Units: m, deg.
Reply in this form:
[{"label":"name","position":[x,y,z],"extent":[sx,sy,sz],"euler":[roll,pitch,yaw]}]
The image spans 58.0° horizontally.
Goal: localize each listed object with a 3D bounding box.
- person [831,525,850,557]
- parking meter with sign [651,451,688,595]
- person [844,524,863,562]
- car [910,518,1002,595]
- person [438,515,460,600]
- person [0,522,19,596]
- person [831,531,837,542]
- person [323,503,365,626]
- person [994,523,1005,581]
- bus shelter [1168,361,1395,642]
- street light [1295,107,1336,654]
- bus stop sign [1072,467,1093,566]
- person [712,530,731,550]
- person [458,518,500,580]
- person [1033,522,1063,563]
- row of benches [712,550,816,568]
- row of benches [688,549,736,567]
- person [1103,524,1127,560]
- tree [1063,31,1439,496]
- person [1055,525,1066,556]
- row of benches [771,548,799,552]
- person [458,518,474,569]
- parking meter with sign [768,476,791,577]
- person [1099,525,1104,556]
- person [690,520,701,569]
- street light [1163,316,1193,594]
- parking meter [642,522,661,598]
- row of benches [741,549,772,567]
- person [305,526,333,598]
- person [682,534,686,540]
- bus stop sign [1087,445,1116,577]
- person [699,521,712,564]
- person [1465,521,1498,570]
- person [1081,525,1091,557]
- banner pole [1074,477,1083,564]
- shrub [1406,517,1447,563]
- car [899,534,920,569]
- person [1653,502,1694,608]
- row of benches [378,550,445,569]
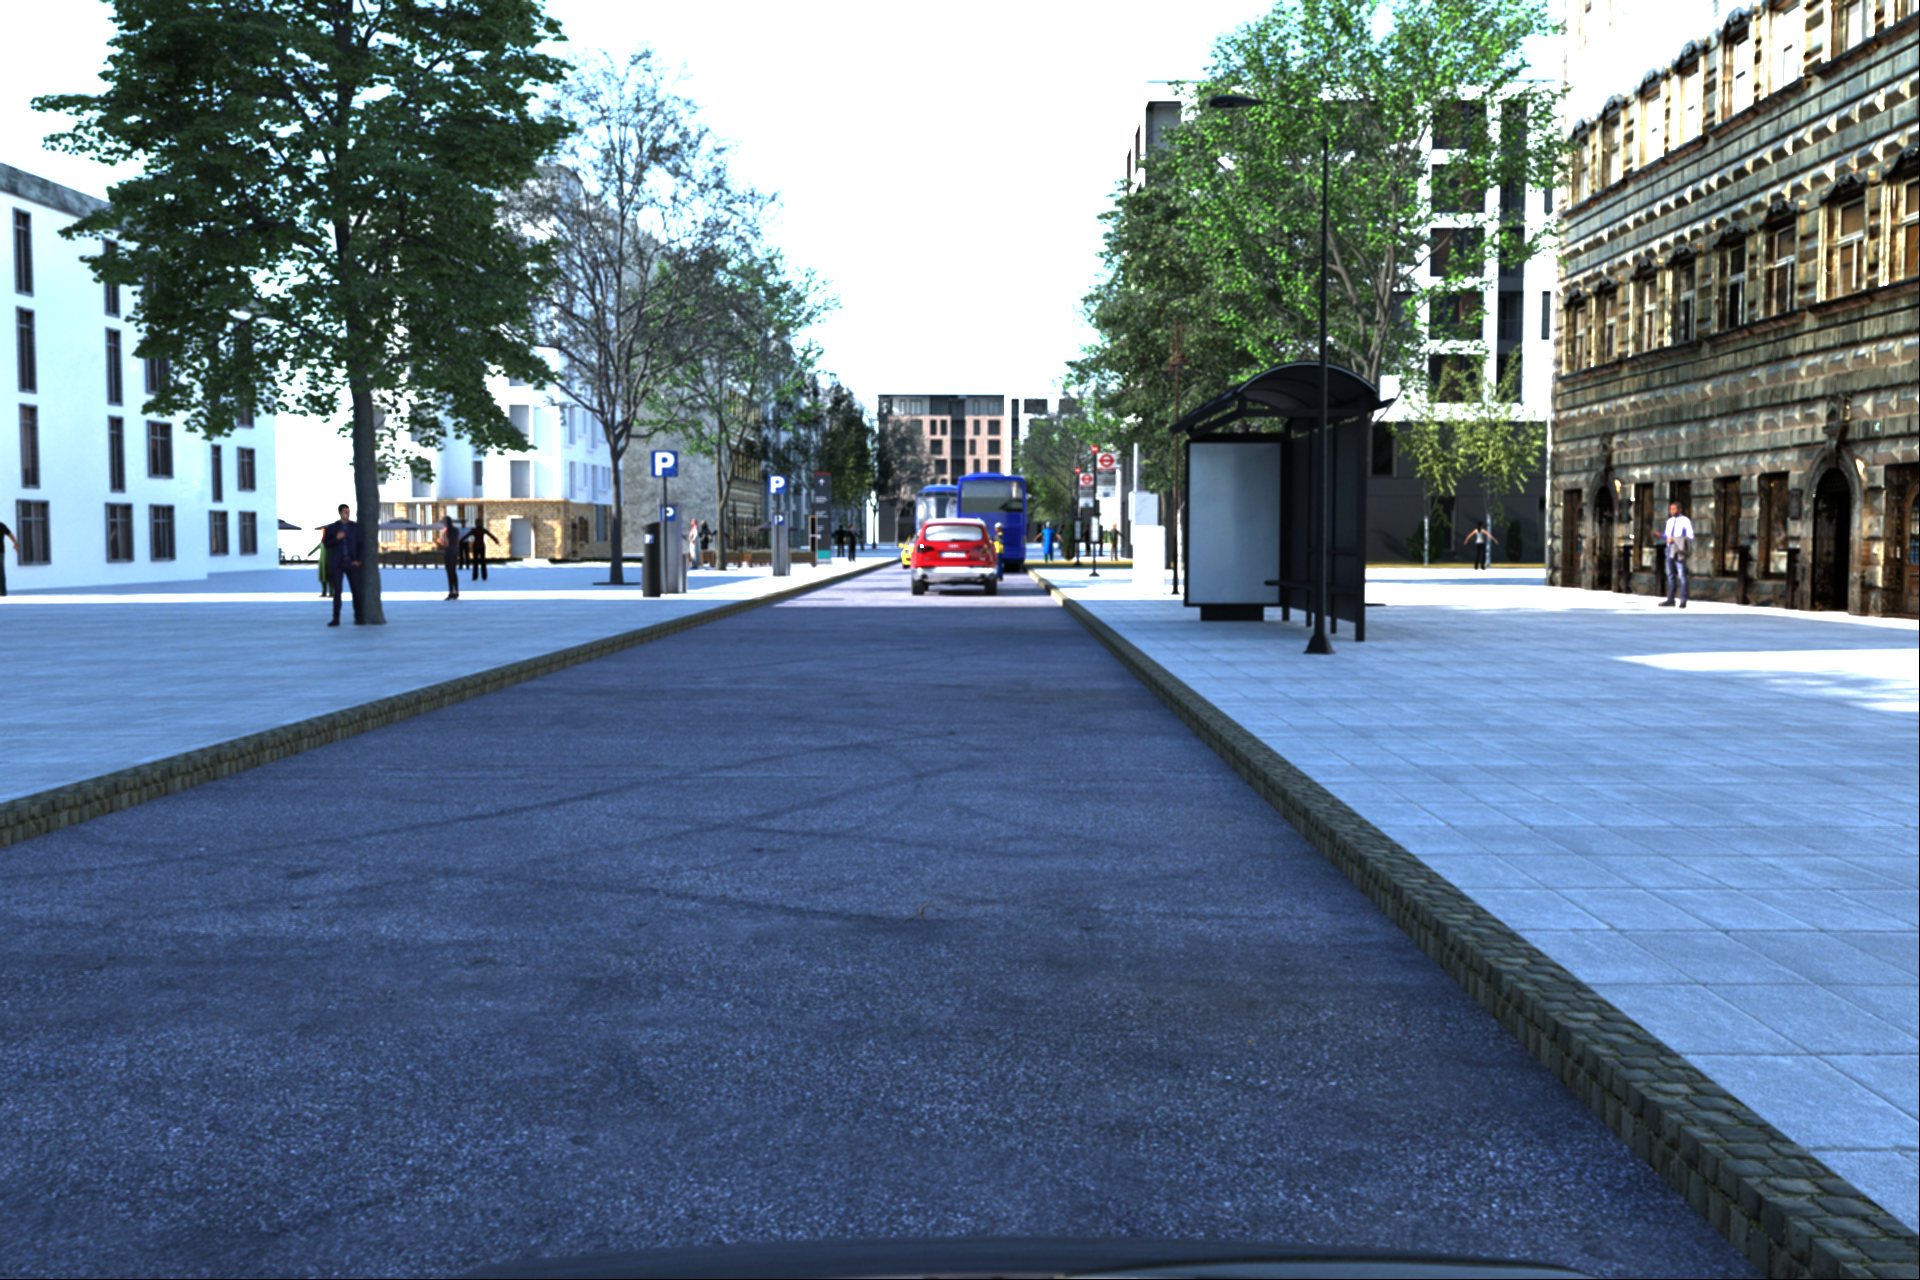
[{"label":"person","position":[-6.709,-5.584,97.478],"extent":[1.347,1.806,0.705],"euler":[-1,4,-12]},{"label":"parking meter with sign","position":[-6.186,-2.502,37.167],"extent":[0.543,3.016,1.738],"euler":[0,3,0]},{"label":"person","position":[-4.934,-4.487,80.090],"extent":[0.721,1.740,1.216],"euler":[3,5,42]},{"label":"car","position":[-0.110,-2.047,42.142],"extent":[2.281,1.827,5.304],"euler":[0,4,1]},{"label":"person","position":[-10.009,-1.615,33.920],"extent":[0.415,1.643,0.593],"euler":[-1,4,-20]},{"label":"person","position":[-19.843,-1.796,35.590],"extent":[0.705,1.803,1.348],"euler":[1,4,16]},{"label":"person","position":[-6.077,-4.428,78.363],"extent":[1.349,1.833,0.705],"euler":[-3,5,-41]},{"label":"person","position":[-8.614,-1.057,24.244],"extent":[0.541,1.710,0.530],"euler":[-1,4,-9]},{"label":"person","position":[1.102,-2.675,52.652],"extent":[0.721,1.772,1.216],"euler":[-1,4,-18]},{"label":"bus shelter","position":[4.077,-1.779,23.018],"extent":[2.014,3.302,5.546],"euler":[0,4,0]},{"label":"street light","position":[4.413,-2.809,18.462],"extent":[1.470,5.913,1.316],"euler":[0,4,1]},{"label":"bus stop sign","position":[4.940,-4.935,69.396],"extent":[0.855,3.939,0.416],"euler":[0,4,1]},{"label":"person","position":[-13.326,-5.477,95.772],"extent":[1.346,1.802,0.704],"euler":[0,4,5]},{"label":"person","position":[-13.379,-2.527,48.129],"extent":[1.215,1.729,0.721],"euler":[-2,4,-29]},{"label":"person","position":[3.949,-4.349,77.233],"extent":[1.347,1.817,0.704],"euler":[1,4,13]},{"label":"row of benches","position":[-7.402,-3.100,66.154],"extent":[4.104,0.672,1.422],"euler":[-1,4,-12]},{"label":"row of benches","position":[-9.995,-3.346,70.176],"extent":[1.422,0.672,4.104],"euler":[1,4,12]},{"label":"person","position":[7.562,-4.805,84.832],"extent":[1.348,1.796,0.705],"euler":[-1,4,-23]},{"label":"tree","position":[7.278,-8.422,44.350],"extent":[9.857,13.997,8.962],"euler":[0,3,0]},{"label":"person","position":[6.000,-5.721,99.679],"extent":[1.345,1.843,0.704],"euler":[-2,4,-30]},{"label":"row of benches","position":[-7.851,-3.730,76.453],"extent":[1.422,0.672,4.104],"euler":[0,4,7]},{"label":"person","position":[-17.968,-3.480,62.694],"extent":[1.343,1.855,0.704],"euler":[0,4,-5]},{"label":"parking meter with sign","position":[-5.427,-3.439,52.485],"extent":[0.543,3.016,1.738],"euler":[0,4,1]},{"label":"person","position":[8.189,-5.738,99.947],"extent":[0.705,1.813,1.348],"euler":[0,4,-2]},{"label":"person","position":[-9.801,-3.527,63.812],"extent":[0.704,1.811,1.347],"euler":[-1,4,-11]},{"label":"street light","position":[4.624,-3.926,36.981],"extent":[0.468,5.910,1.993],"euler":[0,4,0]},{"label":"parking meter","position":[-6.244,-1.628,35.023],"extent":[0.372,1.533,0.369],"euler":[0,3,0]},{"label":"row of benches","position":[-8.116,-3.354,70.293],"extent":[1.422,0.672,4.104],"euler":[1,4,9]},{"label":"person","position":[-12.855,-1.576,34.986],"extent":[0.989,1.438,0.599],"euler":[2,4,29]},{"label":"person","position":[-16.429,-5.852,101.609],"extent":[0.705,1.837,1.347],"euler":[1,4,17]},{"label":"bus stop sign","position":[4.259,-3.871,51.995],"extent":[0.855,3.939,0.416],"euler":[0,4,1]},{"label":"person","position":[-11.018,-4.205,74.524],"extent":[0.705,1.856,1.354],"euler":[-3,5,-42]},{"label":"person","position":[18.421,-3.328,61.220],"extent":[1.217,1.737,0.721],"euler":[3,4,38]},{"label":"person","position":[7.224,-5.622,98.053],"extent":[0.704,1.812,1.346],"euler":[3,5,43]},{"label":"banner pole","position":[5.157,-5.203,75.078],"extent":[0.401,3.779,0.863],"euler":[0,4,0]},{"label":"shrub","position":[20.556,-4.423,76.359],"extent":[1.661,2.075,1.752],"euler":[0,3,0]},{"label":"car","position":[-1.500,-3.796,72.292],"extent":[2.015,1.641,3.980],"euler":[0,4,1]},{"label":"person","position":[12.371,-1.482,30.135],"extent":[0.599,1.838,0.709],"euler":[-1,4,-22]},{"label":"row of benches","position":[-21.005,-3.036,65.101],"extent":[4.104,0.672,1.422],"euler":[1,4,22]}]
